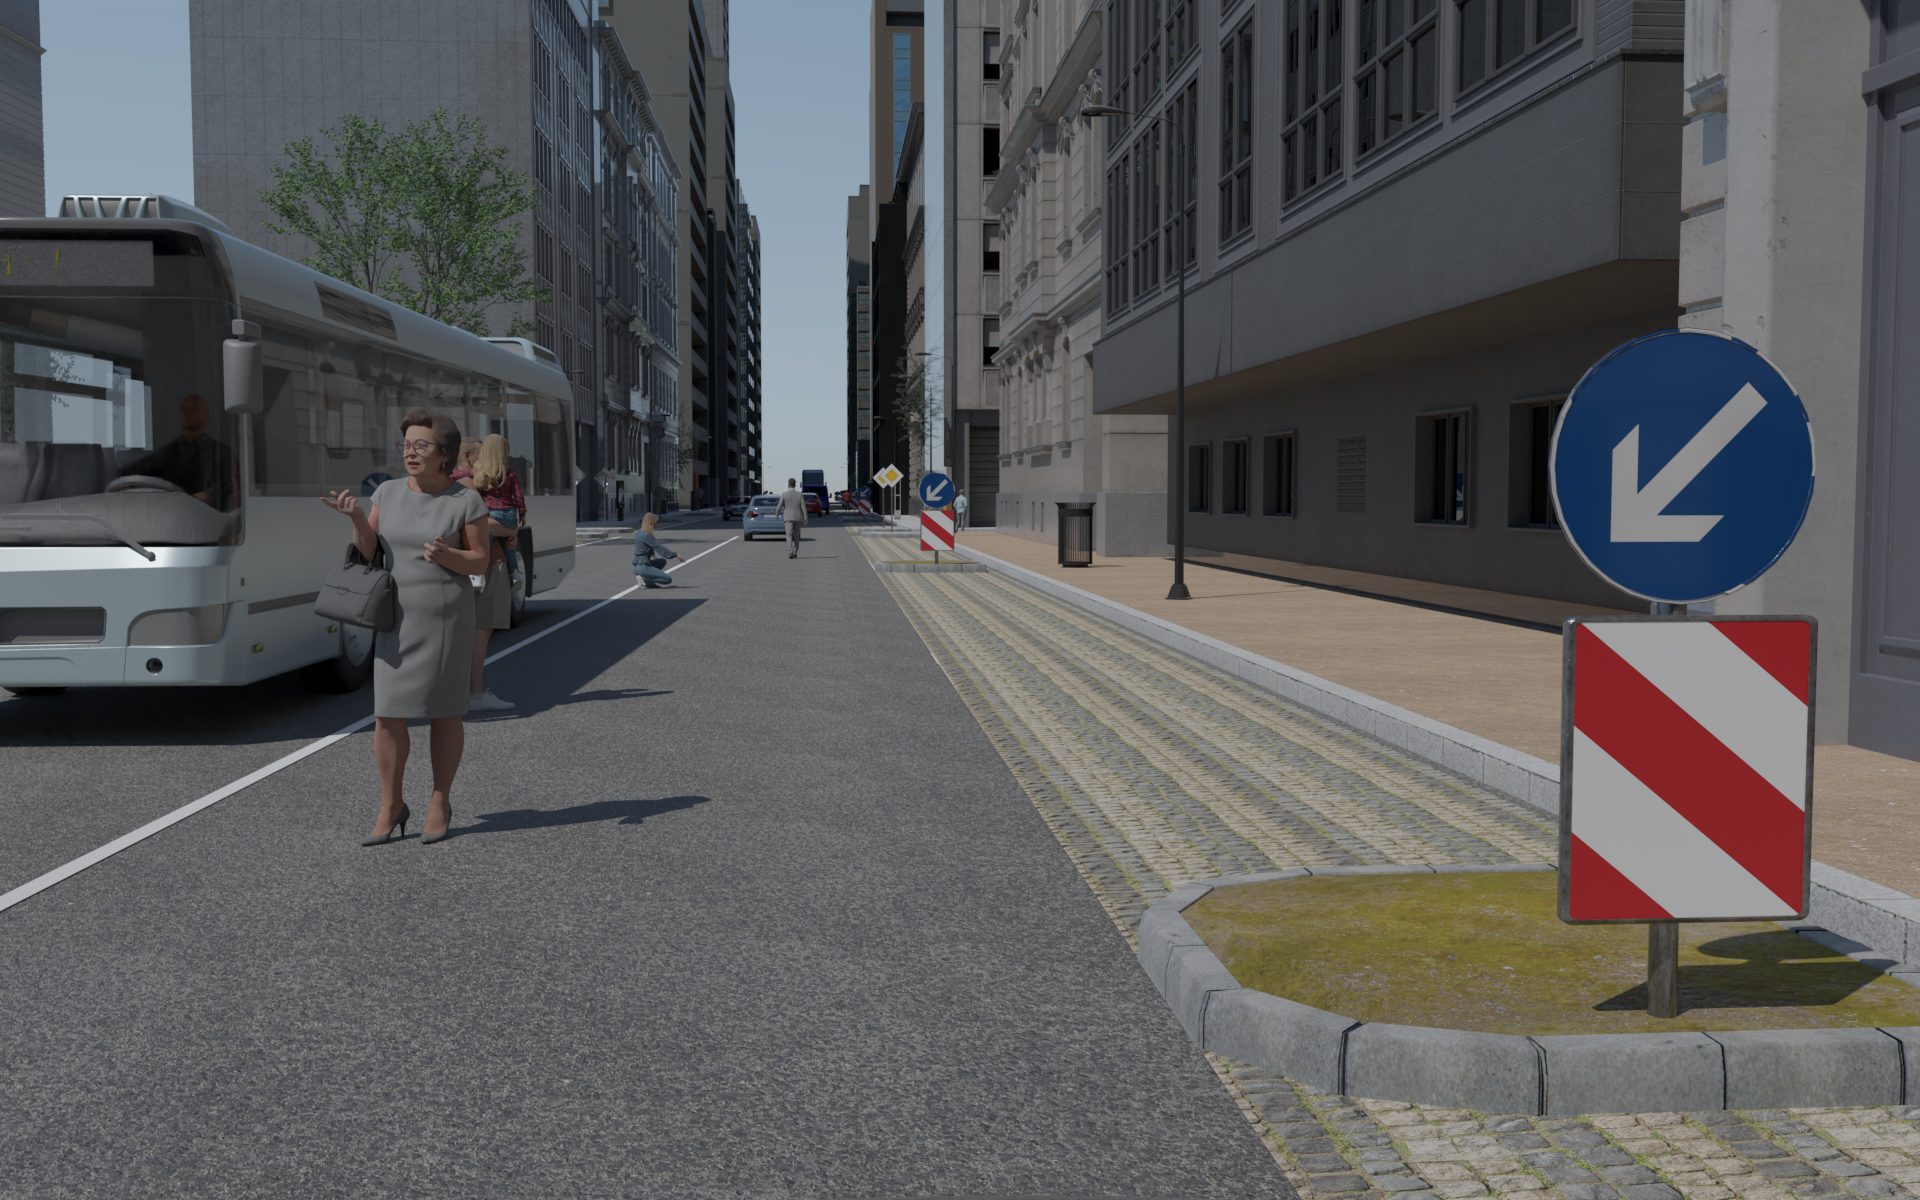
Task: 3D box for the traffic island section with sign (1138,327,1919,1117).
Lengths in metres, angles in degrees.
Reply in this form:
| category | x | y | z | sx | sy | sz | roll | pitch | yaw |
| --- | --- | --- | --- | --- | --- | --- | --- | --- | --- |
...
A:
| category | x | y | z | sx | sy | sz | roll | pitch | yaw |
| --- | --- | --- | --- | --- | --- | --- | --- | --- | --- |
| traffic island section with sign | 1.571 | 0.226 | 4.926 | 1.989 | 1.847 | 2.006 | 0 | 4 | -5 |

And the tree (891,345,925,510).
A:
| category | x | y | z | sx | sy | sz | roll | pitch | yaw |
| --- | --- | --- | --- | --- | --- | --- | --- | --- | --- |
| tree | -1.419 | -7.992 | 81.035 | 4.360 | 8.622 | 3.978 | 0 | 3 | 0 |

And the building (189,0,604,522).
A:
| category | x | y | z | sx | sy | sz | roll | pitch | yaw |
| --- | --- | --- | --- | --- | --- | --- | --- | --- | --- |
| building | -22.426 | -15.582 | 72.788 | 12.078 | 24.808 | 19.932 | 0 | 4 | -5 |

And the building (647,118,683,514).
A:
| category | x | y | z | sx | sy | sz | roll | pitch | yaw |
| --- | --- | --- | --- | --- | --- | --- | --- | --- | --- |
| building | -26.104 | -20.240 | 116.827 | 13.634 | 28.700 | 20.117 | 0 | 4 | -5 |

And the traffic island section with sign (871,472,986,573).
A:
| category | x | y | z | sx | sy | sz | roll | pitch | yaw |
| --- | --- | --- | --- | --- | --- | --- | --- | --- | --- |
| traffic island section with sign | -0.586 | -1.446 | 32.271 | 1.989 | 1.847 | 2.006 | 0 | 4 | -5 |

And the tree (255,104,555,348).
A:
| category | x | y | z | sx | sy | sz | roll | pitch | yaw |
| --- | --- | --- | --- | --- | --- | --- | --- | --- | --- |
| tree | -14.978 | -7.428 | 47.202 | 9.928 | 11.665 | 9.643 | 0 | 3 | 0 |

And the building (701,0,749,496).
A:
| category | x | y | z | sx | sy | sz | roll | pitch | yaw |
| --- | --- | --- | --- | --- | --- | --- | --- | --- | --- |
| building | -38.860 | -48.478 | 230.870 | 20.563 | 71.187 | 20.611 | 0 | 4 | -5 |

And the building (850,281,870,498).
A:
| category | x | y | z | sx | sy | sz | roll | pitch | yaw |
| --- | --- | --- | --- | --- | --- | --- | --- | --- | --- |
| building | -8.716 | -29.207 | 249.234 | 14.160 | 30.474 | 14.107 | 0 | 4 | -5 |

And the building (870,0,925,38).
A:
| category | x | y | z | sx | sy | sz | roll | pitch | yaw |
| --- | --- | --- | --- | --- | --- | --- | --- | --- | --- |
| building | -1.070 | -31.369 | 162.999 | 14.600 | 45.320 | 14.200 | 0 | 4 | -5 |

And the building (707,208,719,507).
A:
| category | x | y | z | sx | sy | sz | roll | pitch | yaw |
| --- | --- | --- | --- | --- | --- | --- | --- | --- | --- |
| building | -30.900 | -24.203 | 167.420 | 14.160 | 30.474 | 14.107 | 0 | 4 | -5 |

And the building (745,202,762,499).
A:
| category | x | y | z | sx | sy | sz | roll | pitch | yaw |
| --- | --- | --- | --- | --- | --- | --- | --- | --- | --- |
| building | -43.516 | -40.313 | 282.819 | 21.300 | 48.544 | 21.600 | 0 | 4 | -5 |

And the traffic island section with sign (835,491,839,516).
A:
| category | x | y | z | sx | sy | sz | roll | pitch | yaw |
| --- | --- | --- | --- | --- | --- | --- | --- | --- | --- |
| traffic island section with sign | -7.104 | -6.493 | 114.783 | 1.989 | 1.847 | 2.006 | 0 | 4 | -5 |

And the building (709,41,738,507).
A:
| category | x | y | z | sx | sy | sz | roll | pitch | yaw |
| --- | --- | --- | --- | --- | --- | --- | --- | --- | --- |
| building | -35.072 | -34.300 | 184.501 | 21.300 | 48.544 | 21.600 | 0 | 4 | -5 |

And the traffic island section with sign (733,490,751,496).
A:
| category | x | y | z | sx | sy | sz | roll | pitch | yaw |
| --- | --- | --- | --- | --- | --- | --- | --- | --- | --- |
| traffic island section with sign | -21.088 | -9.494 | 163.858 | 1.989 | 1.847 | 2.006 | 0 | 4 | -5 |

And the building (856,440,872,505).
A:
| category | x | y | z | sx | sy | sz | roll | pitch | yaw |
| --- | --- | --- | --- | --- | --- | --- | --- | --- | --- |
| building | -0.584 | -54.187 | 198.625 | 22.319 | 86.520 | 31.000 | 0 | 4 | -5 |

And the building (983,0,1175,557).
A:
| category | x | y | z | sx | sy | sz | roll | pitch | yaw |
| --- | --- | --- | --- | --- | --- | --- | --- | --- | --- |
| building | 8.257 | -15.801 | 45.739 | 14.401 | 28.519 | 23.554 | 0 | 4 | -5 |

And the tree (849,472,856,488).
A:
| category | x | y | z | sx | sy | sz | roll | pitch | yaw |
| --- | --- | --- | --- | --- | --- | --- | --- | --- | --- |
| tree | -12.756 | -14.656 | 223.339 | 4.285 | 4.588 | 4.351 | 0 | 3 | 0 |

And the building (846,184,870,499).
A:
| category | x | y | z | sx | sy | sz | roll | pitch | yaw |
| --- | --- | --- | --- | --- | --- | --- | --- | --- | --- |
| building | -6.620 | -39.330 | 266.747 | 21.300 | 48.544 | 21.600 | 0 | 4 | -5 |

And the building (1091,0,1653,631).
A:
| category | x | y | z | sx | sy | sz | roll | pitch | yaw |
| --- | --- | --- | --- | --- | --- | --- | --- | --- | --- |
| building | 10.472 | -13.968 | 21.879 | 14.314 | 27.812 | 24.014 | 0 | 4 | -5 |

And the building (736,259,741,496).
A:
| category | x | y | z | sx | sy | sz | roll | pitch | yaw |
| --- | --- | --- | --- | --- | --- | --- | --- | --- | --- |
| building | -33.279 | -26.412 | 203.542 | 14.160 | 30.474 | 14.107 | 0 | 4 | -5 |

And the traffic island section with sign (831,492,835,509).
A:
| category | x | y | z | sx | sy | sz | roll | pitch | yaw |
| --- | --- | --- | --- | --- | --- | --- | --- | --- | --- |
| traffic island section with sign | -11.062 | -9.560 | 164.929 | 1.989 | 1.847 | 2.006 | 0 | 4 | -5 |

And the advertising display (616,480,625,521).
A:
| category | x | y | z | sx | sy | sz | roll | pitch | yaw |
| --- | --- | --- | --- | --- | --- | --- | --- | --- | --- |
| advertising display | -16.013 | -4.675 | 81.642 | 0.123 | 1.923 | 0.974 | 0 | 4 | 5 |

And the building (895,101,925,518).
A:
| category | x | y | z | sx | sy | sz | roll | pitch | yaw |
| --- | --- | --- | --- | --- | --- | --- | --- | --- | --- |
| building | 2.431 | -16.216 | 94.016 | 11.050 | 23.489 | 19.941 | 0 | 4 | -5 |

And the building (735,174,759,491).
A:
| category | x | y | z | sx | sy | sz | roll | pitch | yaw |
| --- | --- | --- | --- | --- | --- | --- | --- | --- | --- |
| building | -42.160 | -38.975 | 256.851 | 23.786 | 49.044 | 30.456 | 0 | 4 | -5 |

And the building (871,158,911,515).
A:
| category | x | y | z | sx | sy | sz | roll | pitch | yaw |
| --- | --- | --- | --- | --- | --- | --- | --- | --- | --- |
| building | 0.694 | -17.255 | 111.791 | 12.332 | 23.373 | 15.834 | 0 | 4 | -5 |

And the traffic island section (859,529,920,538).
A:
| category | x | y | z | sx | sy | sz | roll | pitch | yaw |
| --- | --- | --- | --- | --- | --- | --- | --- | --- | --- |
| traffic island section | -2.231 | -2.140 | 57.277 | 2.009 | 0.180 | 2.903 | 0 | 4 | -5 |

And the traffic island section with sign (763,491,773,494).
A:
| category | x | y | z | sx | sy | sz | roll | pitch | yaw |
| --- | --- | --- | --- | --- | --- | --- | --- | --- | --- |
| traffic island section with sign | -29.696 | -16.170 | 273.009 | 1.989 | 1.847 | 2.006 | 0 | 4 | -5 |

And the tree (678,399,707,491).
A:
| category | x | y | z | sx | sy | sz | roll | pitch | yaw |
| --- | --- | --- | --- | --- | --- | --- | --- | --- | --- |
| tree | -21.563 | -11.086 | 131.623 | 4.360 | 8.622 | 3.978 | 0 | 3 | 0 |

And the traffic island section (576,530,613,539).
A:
| category | x | y | z | sx | sy | sz | roll | pitch | yaw |
| --- | --- | --- | --- | --- | --- | --- | --- | --- | --- |
| traffic island section | -12.590 | -2.091 | 56.466 | 2.009 | 0.180 | 2.903 | 0 | 4 | -5 |

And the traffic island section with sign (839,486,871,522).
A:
| category | x | y | z | sx | sy | sz | roll | pitch | yaw |
| --- | --- | --- | --- | --- | --- | --- | --- | --- | --- |
| traffic island section with sign | -4.984 | -4.849 | 87.911 | 1.989 | 1.847 | 2.006 | 0 | 4 | -5 |

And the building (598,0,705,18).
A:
| category | x | y | z | sx | sy | sz | roll | pitch | yaw |
| --- | --- | --- | --- | --- | --- | --- | --- | --- | --- |
| building | -33.131 | -32.102 | 148.569 | 21.300 | 48.544 | 21.600 | 0 | 4 | -5 |

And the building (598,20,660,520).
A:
| category | x | y | z | sx | sy | sz | roll | pitch | yaw |
| --- | --- | --- | --- | --- | --- | --- | --- | --- | --- |
| building | -24.259 | -18.771 | 94.300 | 14.401 | 28.519 | 23.554 | 0 | 4 | -5 |

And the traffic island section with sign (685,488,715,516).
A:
| category | x | y | z | sx | sy | sz | roll | pitch | yaw |
| --- | --- | --- | --- | --- | --- | --- | --- | --- | --- |
| traffic island section with sign | -17.157 | -6.453 | 114.132 | 1.989 | 1.847 | 2.006 | 0 | 4 | -5 |

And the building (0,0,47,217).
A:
| category | x | y | z | sx | sy | sz | roll | pitch | yaw |
| --- | --- | --- | --- | --- | --- | --- | --- | --- | --- |
| building | -52.485 | -17.626 | 65.682 | 29.804 | 29.767 | 11.434 | 0 | 4 | -5 |

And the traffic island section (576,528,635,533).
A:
| category | x | y | z | sx | sy | sz | roll | pitch | yaw |
| --- | --- | --- | --- | --- | --- | --- | --- | --- | --- |
| traffic island section | -13.219 | -2.578 | 64.427 | 2.009 | 0.180 | 2.903 | 0 | 4 | -5 |

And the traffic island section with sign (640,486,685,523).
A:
| category | x | y | z | sx | sy | sz | roll | pitch | yaw |
| --- | --- | --- | --- | --- | --- | --- | --- | --- | --- |
| traffic island section with sign | -15.012 | -4.793 | 87.000 | 1.989 | 1.847 | 2.006 | 0 | 4 | -5 |

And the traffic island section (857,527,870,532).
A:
| category | x | y | z | sx | sy | sz | roll | pitch | yaw |
| --- | --- | --- | --- | --- | --- | --- | --- | --- | --- |
| traffic island section | -2.860 | -2.627 | 65.237 | 2.009 | 0.180 | 2.903 | 0 | 4 | -5 |

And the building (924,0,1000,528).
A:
| category | x | y | z | sx | sy | sz | roll | pitch | yaw |
| --- | --- | --- | --- | --- | --- | --- | --- | --- | --- |
| building | 8.822 | -15.493 | 71.329 | 19.932 | 24.808 | 12.078 | 0 | 4 | -5 |
